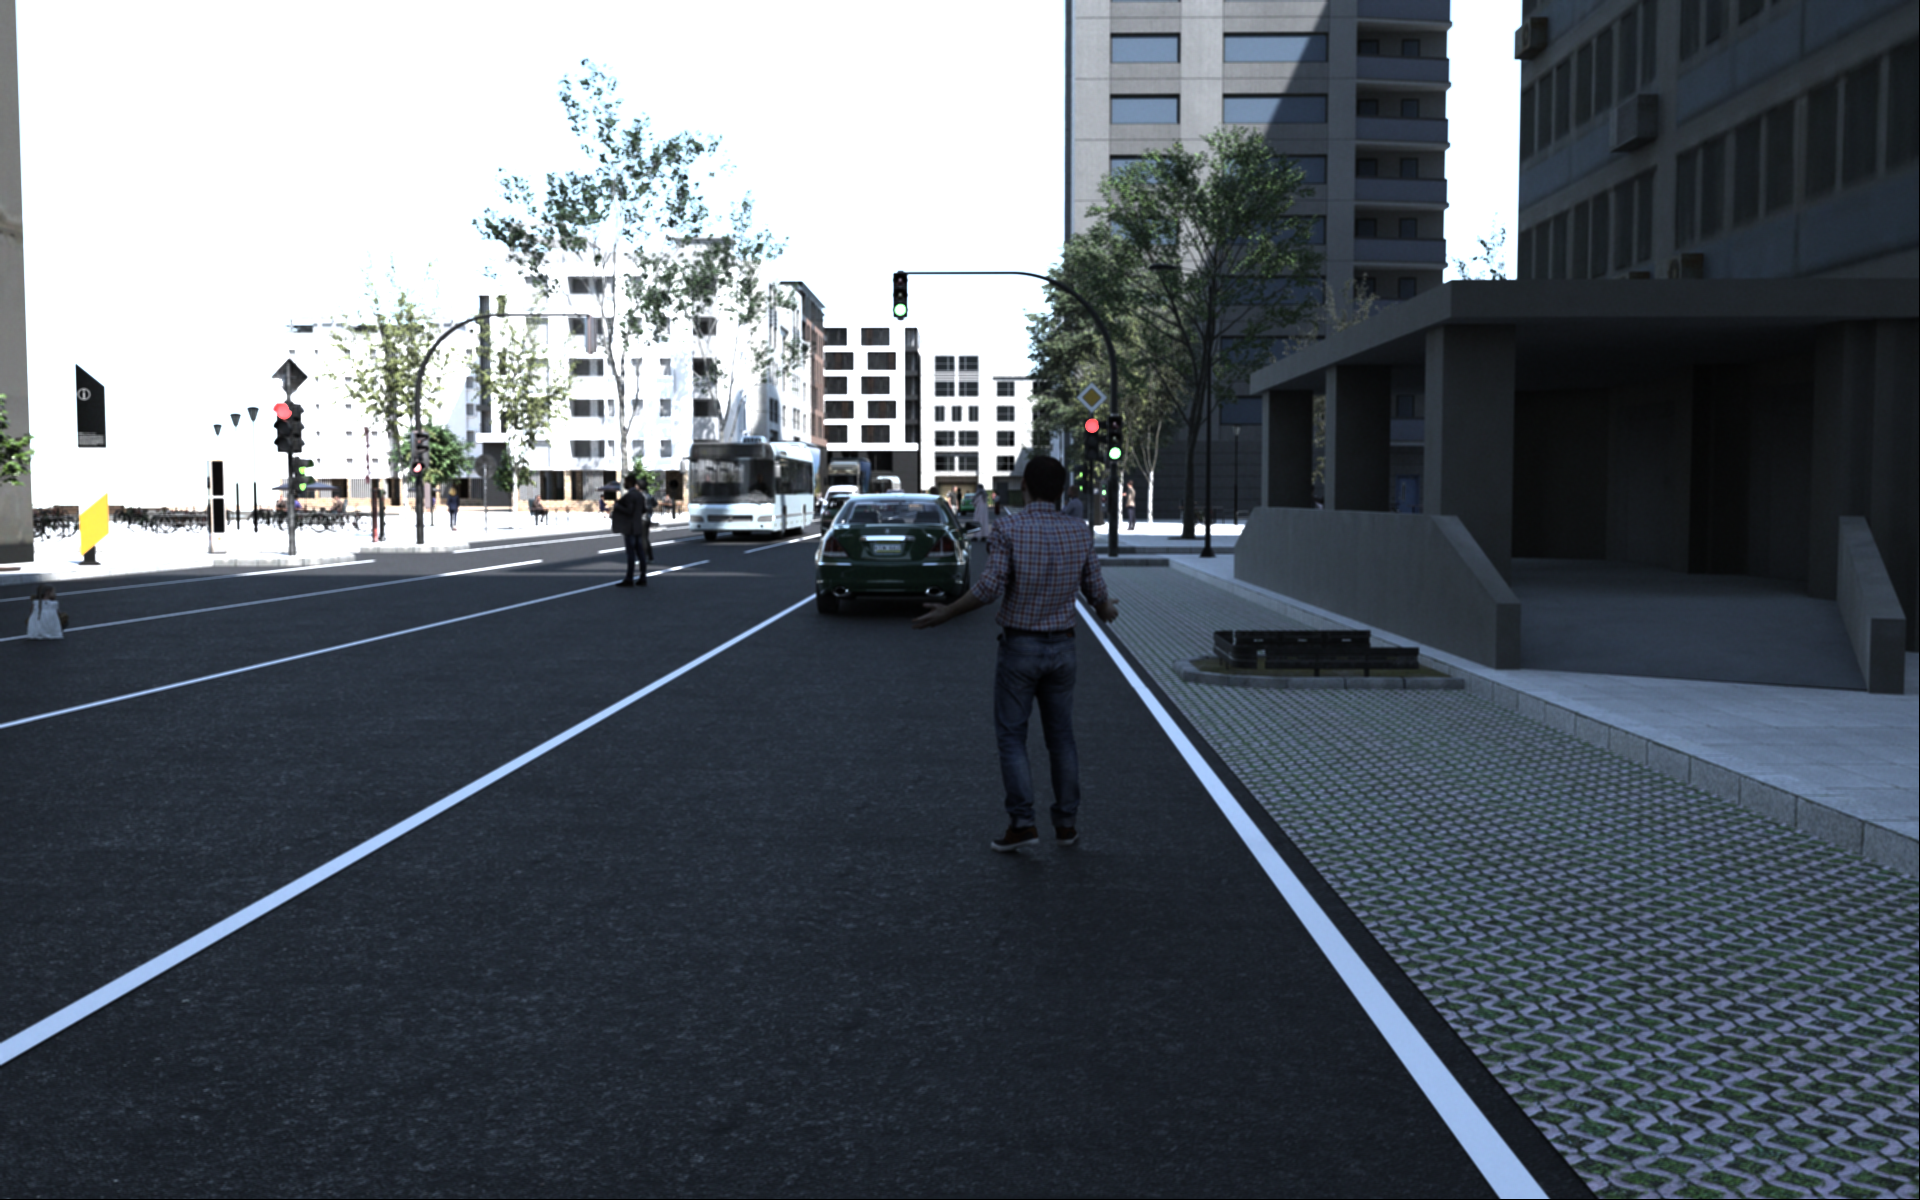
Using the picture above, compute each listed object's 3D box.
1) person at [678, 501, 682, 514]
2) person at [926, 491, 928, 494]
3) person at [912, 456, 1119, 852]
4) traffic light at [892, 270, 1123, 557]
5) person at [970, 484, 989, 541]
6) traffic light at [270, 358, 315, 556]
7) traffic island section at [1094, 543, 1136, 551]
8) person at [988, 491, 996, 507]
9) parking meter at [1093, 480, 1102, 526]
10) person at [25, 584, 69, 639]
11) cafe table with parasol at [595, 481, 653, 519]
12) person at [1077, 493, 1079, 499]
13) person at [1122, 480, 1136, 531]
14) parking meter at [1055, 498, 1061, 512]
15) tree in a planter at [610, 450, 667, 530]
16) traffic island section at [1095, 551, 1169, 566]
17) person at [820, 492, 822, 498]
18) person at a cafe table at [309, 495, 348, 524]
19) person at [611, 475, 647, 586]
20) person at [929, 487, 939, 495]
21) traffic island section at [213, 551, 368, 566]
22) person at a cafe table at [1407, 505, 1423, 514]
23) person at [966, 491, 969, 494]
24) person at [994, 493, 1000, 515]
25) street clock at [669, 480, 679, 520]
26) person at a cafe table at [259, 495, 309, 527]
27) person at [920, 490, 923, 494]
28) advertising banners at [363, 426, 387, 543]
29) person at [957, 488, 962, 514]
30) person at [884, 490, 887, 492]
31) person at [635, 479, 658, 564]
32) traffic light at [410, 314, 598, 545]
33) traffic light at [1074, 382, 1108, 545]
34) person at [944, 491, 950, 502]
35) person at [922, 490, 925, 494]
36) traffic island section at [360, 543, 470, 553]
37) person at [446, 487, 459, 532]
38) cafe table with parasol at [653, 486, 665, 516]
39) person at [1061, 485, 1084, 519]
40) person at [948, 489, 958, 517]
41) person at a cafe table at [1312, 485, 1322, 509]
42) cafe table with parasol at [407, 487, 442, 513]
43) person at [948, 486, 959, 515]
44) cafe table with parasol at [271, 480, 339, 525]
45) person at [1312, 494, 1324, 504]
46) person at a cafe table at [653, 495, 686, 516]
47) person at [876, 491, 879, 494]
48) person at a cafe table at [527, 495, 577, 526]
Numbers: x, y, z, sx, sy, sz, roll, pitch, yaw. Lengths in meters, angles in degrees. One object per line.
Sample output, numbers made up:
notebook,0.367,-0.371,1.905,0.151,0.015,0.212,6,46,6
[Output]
person,-18.019,-5.947,111.195,0.347,0.859,0.695,0,4,-4
person,-3.516,-10.693,183.876,0.434,1.755,0.990,-3,5,-45
person,0.316,0.209,7.044,0.963,1.587,0.435,-2,4,-29
traffic light,1.020,-3.709,35.315,4.771,5.953,1.251,0,4,1
person,0.610,-2.659,52.636,0.621,1.740,0.551,2,4,24
traffic light,-13.805,-2.864,35.739,0.839,4.253,0.868,0,4,1
traffic island section,3.314,-1.298,43.511,2.009,0.180,2.903,0,4,1
person,3.684,-11.127,191.138,1.217,1.743,0.721,1,4,8
parking meter,5.494,-3.883,69.205,0.399,1.863,0.255,2,4,26
person,-9.064,0.109,17.189,0.381,0.543,0.357,-2,4,-25
cafe table with parasol,-17.856,-5.182,89.586,2.610,1.966,2.610,3,5,42
person,5.785,-4.712,86.995,0.340,1.345,0.435,2,4,31
person,5.816,-3.300,60.522,0.750,1.759,0.617,3,5,40
parking meter,6.663,-6.834,117.444,0.399,1.863,0.255,0,4,-7
tree in a planter,-12.848,-4.418,69.462,1.991,3.239,1.994,0,4,1
traffic island section,3.153,-0.810,35.527,2.009,0.180,2.903,0,4,1
person,-13.023,-9.366,159.845,0.551,1.740,0.621,0,4,6
person at a cafe table,-27.423,-3.921,74.970,1.726,1.238,1.698,0,4,-2
person,-5.153,-1.079,26.968,0.431,1.722,0.655,1,4,21
person,-0.503,-1.354,32.697,0.319,1.574,0.516,-2,4,-29
traffic island section,-13.845,-0.831,35.875,2.009,0.180,2.903,0,4,1
person at a cafe table,23.036,-4.504,84.501,1.726,1.238,1.698,-2,4,-25
person,0.657,-9.774,169.127,0.721,1.723,1.217,2,4,26
person,2.508,-6.507,117.352,0.387,1.526,0.523,0,4,-4
street clock,-14.402,-5.051,87.158,0.471,2.002,0.358,-1,4,-14
person at a cafe table,-26.634,-3.498,68.047,1.698,1.238,1.726,-1,4,-22
person,-4.305,-11.232,191.767,1.348,1.869,0.705,1,4,19
advertising banners,-15.369,-3.014,45.462,0.090,3.025,2.074,0,4,-5
person,-0.101,-7.319,127.798,0.705,1.869,1.348,1,4,22
person,-6.434,-8.610,149.278,0.705,1.823,1.348,-1,4,-23
person,-6.444,-1.598,35.348,0.376,1.734,0.841,1,4,15
traffic light,-11.551,-4.223,43.715,4.771,5.953,1.251,0,4,1
traffic light,3.274,-3.332,43.398,0.839,4.253,0.868,0,4,1
person,-0.986,-9.554,165.437,1.217,1.736,0.721,-1,4,-18
person,-2.752,-7.466,131.514,0.436,1.711,0.756,1,4,12
traffic island section,-13.684,-1.320,43.858,2.009,0.180,2.903,0,4,1
person,-17.344,-3.105,59.354,0.480,1.512,0.613,-3,5,-40
cafe table with parasol,-17.450,-5.520,95.124,2.610,1.966,2.610,-1,4,-18
person,1.829,-1.077,28.165,0.319,1.574,0.516,3,4,38
person,-0.463,-6.028,107.880,0.655,1.722,0.431,-3,5,-42
person at a cafe table,9.548,-2.330,46.616,1.698,1.524,1.622,2,4,29
cafe table with parasol,-36.678,-6.937,118.290,2.610,1.966,2.610,-2,4,-26
person,-0.274,-4.230,77.788,0.598,1.807,0.434,-3,5,-42
cafe table with parasol,-27.152,-4.099,71.878,2.610,1.966,2.610,-1,4,-13
person,7.158,-1.666,33.814,0.750,1.759,0.617,-1,4,-15
person at a cafe table,-16.783,-5.447,99.916,1.698,1.238,1.726,-1,4,-19
person,-7.401,-9.033,156.969,1.217,1.735,0.721,3,5,42
person at a cafe table,-16.746,-3.621,70.063,1.726,1.238,1.698,3,4,38
